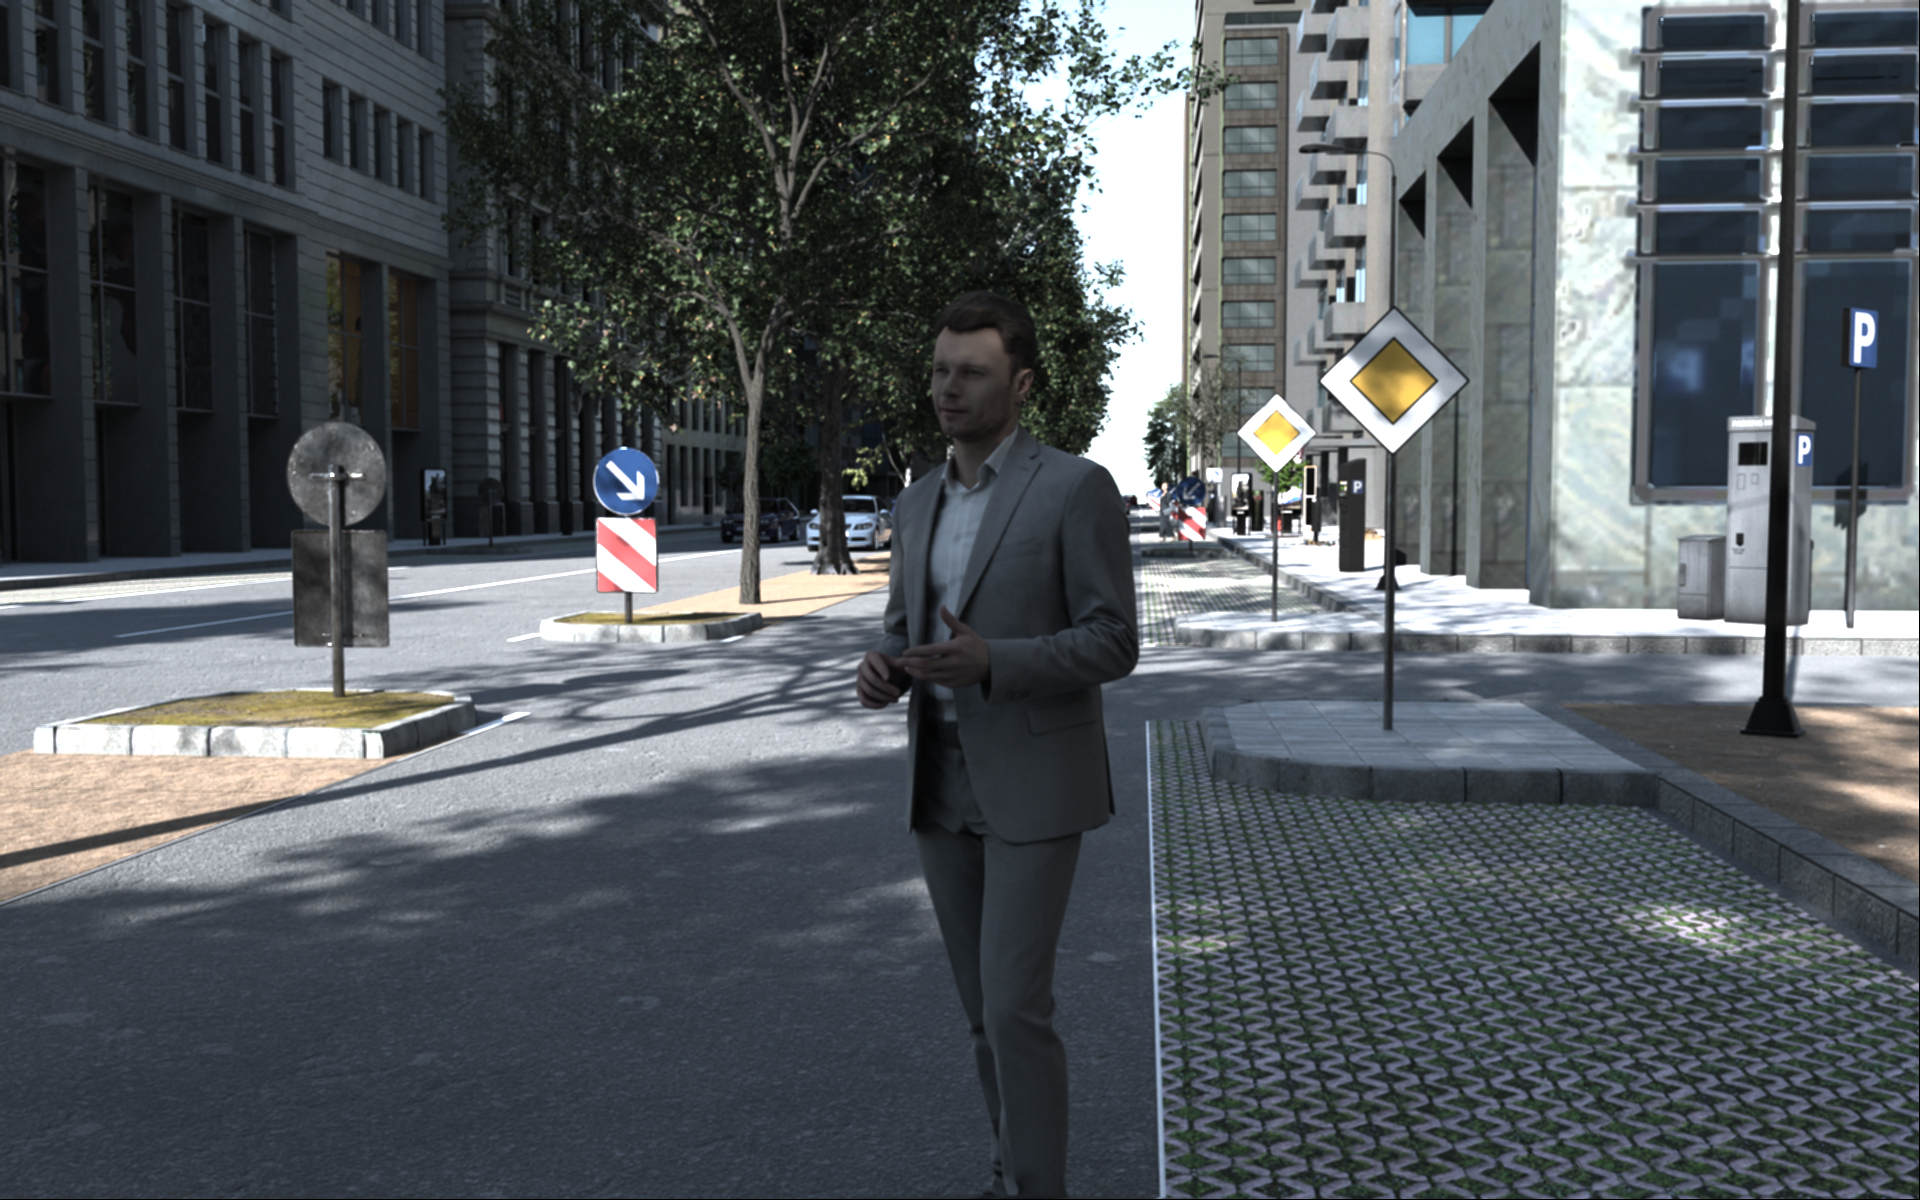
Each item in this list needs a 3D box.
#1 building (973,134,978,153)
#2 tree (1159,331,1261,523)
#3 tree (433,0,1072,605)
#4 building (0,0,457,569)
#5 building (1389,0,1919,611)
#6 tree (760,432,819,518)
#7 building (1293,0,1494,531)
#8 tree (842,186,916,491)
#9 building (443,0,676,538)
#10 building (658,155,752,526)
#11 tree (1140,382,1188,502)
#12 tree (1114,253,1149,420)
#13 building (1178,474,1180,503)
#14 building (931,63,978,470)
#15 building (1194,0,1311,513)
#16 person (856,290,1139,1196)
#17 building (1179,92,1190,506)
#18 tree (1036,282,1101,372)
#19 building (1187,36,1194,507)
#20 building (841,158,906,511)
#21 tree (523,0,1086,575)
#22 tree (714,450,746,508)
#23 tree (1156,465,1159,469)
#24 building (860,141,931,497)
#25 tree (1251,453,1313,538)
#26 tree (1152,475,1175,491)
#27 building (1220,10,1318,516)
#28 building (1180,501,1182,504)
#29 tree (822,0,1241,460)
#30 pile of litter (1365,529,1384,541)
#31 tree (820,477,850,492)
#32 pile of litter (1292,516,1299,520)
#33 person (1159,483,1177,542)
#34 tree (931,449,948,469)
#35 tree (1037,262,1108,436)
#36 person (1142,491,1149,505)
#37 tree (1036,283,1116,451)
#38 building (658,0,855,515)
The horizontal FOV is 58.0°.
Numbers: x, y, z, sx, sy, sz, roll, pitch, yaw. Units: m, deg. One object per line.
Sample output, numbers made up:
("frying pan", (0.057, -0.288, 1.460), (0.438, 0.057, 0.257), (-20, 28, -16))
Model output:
("building", (-7.052, -36.833, 221.832), (23.786, 49.044, 30.456), (0, 4, 6))
("tree", (11.302, -7.790, 77.733), (4.360, 8.622, 3.978), (0, 3, 0))
("tree", (-2.778, -5.192, 21.753), (8.767, 10.594, 7.601), (0, 4, 6))
("building", (-21.458, -15.744, 34.905), (11.434, 29.767, 29.804), (0, 4, 6))
("building", (23.142, -43.640, 26.181), (31.000, 86.520, 22.319), (0, 4, 6))
("tree", (-9.092, -6.630, 92.114), (4.285, 4.588, 4.351), (0, 3, 0))
("building", (25.297, -27.439, 68.243), (23.786, 49.044, 30.456), (0, 4, 6))
("tree", (-1.226, -5.307, 39.589), (4.737, 8.622, 4.395), (0, 3, 0))
("building", (-17.556, -14.115, 59.653), (11.050, 23.489, 19.941), (0, 4, 6))
("building", (-16.291, -13.659, 78.083), (10.420, 20.320, 16.860), (0, 4, 6))
("tree", (21.635, -15.732, 175.338), (7.486, 12.596, 7.792), (0, 3, 0))
("tree", (1.731, -8.607, 60.196), (9.611, 12.733, 9.660), (0, 3, 0))
("building", (41.152, -56.233, 232.084), (22.319, 86.520, 31.000), (0, 4, 6))
("building", (-13.170, -36.944, 193.276), (28.713, 52.752, 27.495), (0, 4, 6))
("building", (27.857, -30.657, 124.939), (21.300, 48.544, 21.600), (0, 4, 6))
("person", (0.005, 0.340, 3.149), (0.606, 1.804, 0.583), (3, 5, 39))
("building", (31.176, -32.943, 188.722), (14.600, 45.320, 14.200), (0, 4, 6))
("tree", (2.322, -8.693, 70.343), (9.928, 11.665, 9.643), (0, 3, 0))
("building", (27.894, -29.012, 157.934), (14.154, 41.232, 14.086), (0, 4, 6))
("building", (-20.934, -27.224, 136.991), (32.217, 40.220, 23.993), (0, 4, 6))
("tree", (-2.276, -6.783, 30.373), (9.611, 12.733, 9.660), (0, 3, 0))
("tree", (-10.036, -4.976, 75.962), (1.663, 3.219, 1.824), (0, 3, 0))
("tree", (28.294, -17.608, 238.246), (4.360, 8.622, 3.978), (0, 3, 0))
("building", (-10.340, -30.900, 155.324), (14.600, 45.320, 14.200), (0, 4, 6))
("tree", (9.650, -3.457, 51.119), (1.663, 3.219, 1.824), (0, 3, 0))
("tree", (29.010, -16.076, 246.554), (4.285, 4.588, 4.351), (0, 3, 0))
("building", (23.034, -20.532, 107.405), (14.160, 30.474, 14.107), (0, 4, 6))
("building", (37.355, -35.647, 206.523), (21.300, 48.544, 21.600), (0, 4, 6))
("tree", (0.937, -11.588, 47.818), (12.611, 20.169, 13.585), (0, 3, 0))
("pile of litter", (11.286, -2.097, 48.245), (1.176, 0.858, 1.719), (3, 5, 40))
("tree", (-7.269, -6.662, 103.528), (1.663, 3.219, 1.824), (0, 3, 0))
("pile of litter", (16.417, -4.503, 87.585), (1.719, 0.858, 1.176), (1, 4, 16))
("person", (6.145, -2.610, 51.594), (0.534, 1.772, 0.576), (-3, 4, -36))
("tree", (-1.185, -13.280, 167.490), (4.360, 8.622, 3.978), (0, 3, 0))
("tree", (2.879, -9.723, 79.557), (7.486, 12.596, 7.792), (0, 3, 0))
("person", (21.937, -11.868, 202.482), (1.348, 1.831, 0.705), (3, 5, 42))
("tree", (3.747, -10.955, 88.226), (9.857, 13.997, 8.962), (0, 3, 0))
("building", (-18.883, -27.838, 109.774), (22.147, 44.769, 28.867), (0, 4, 6))
